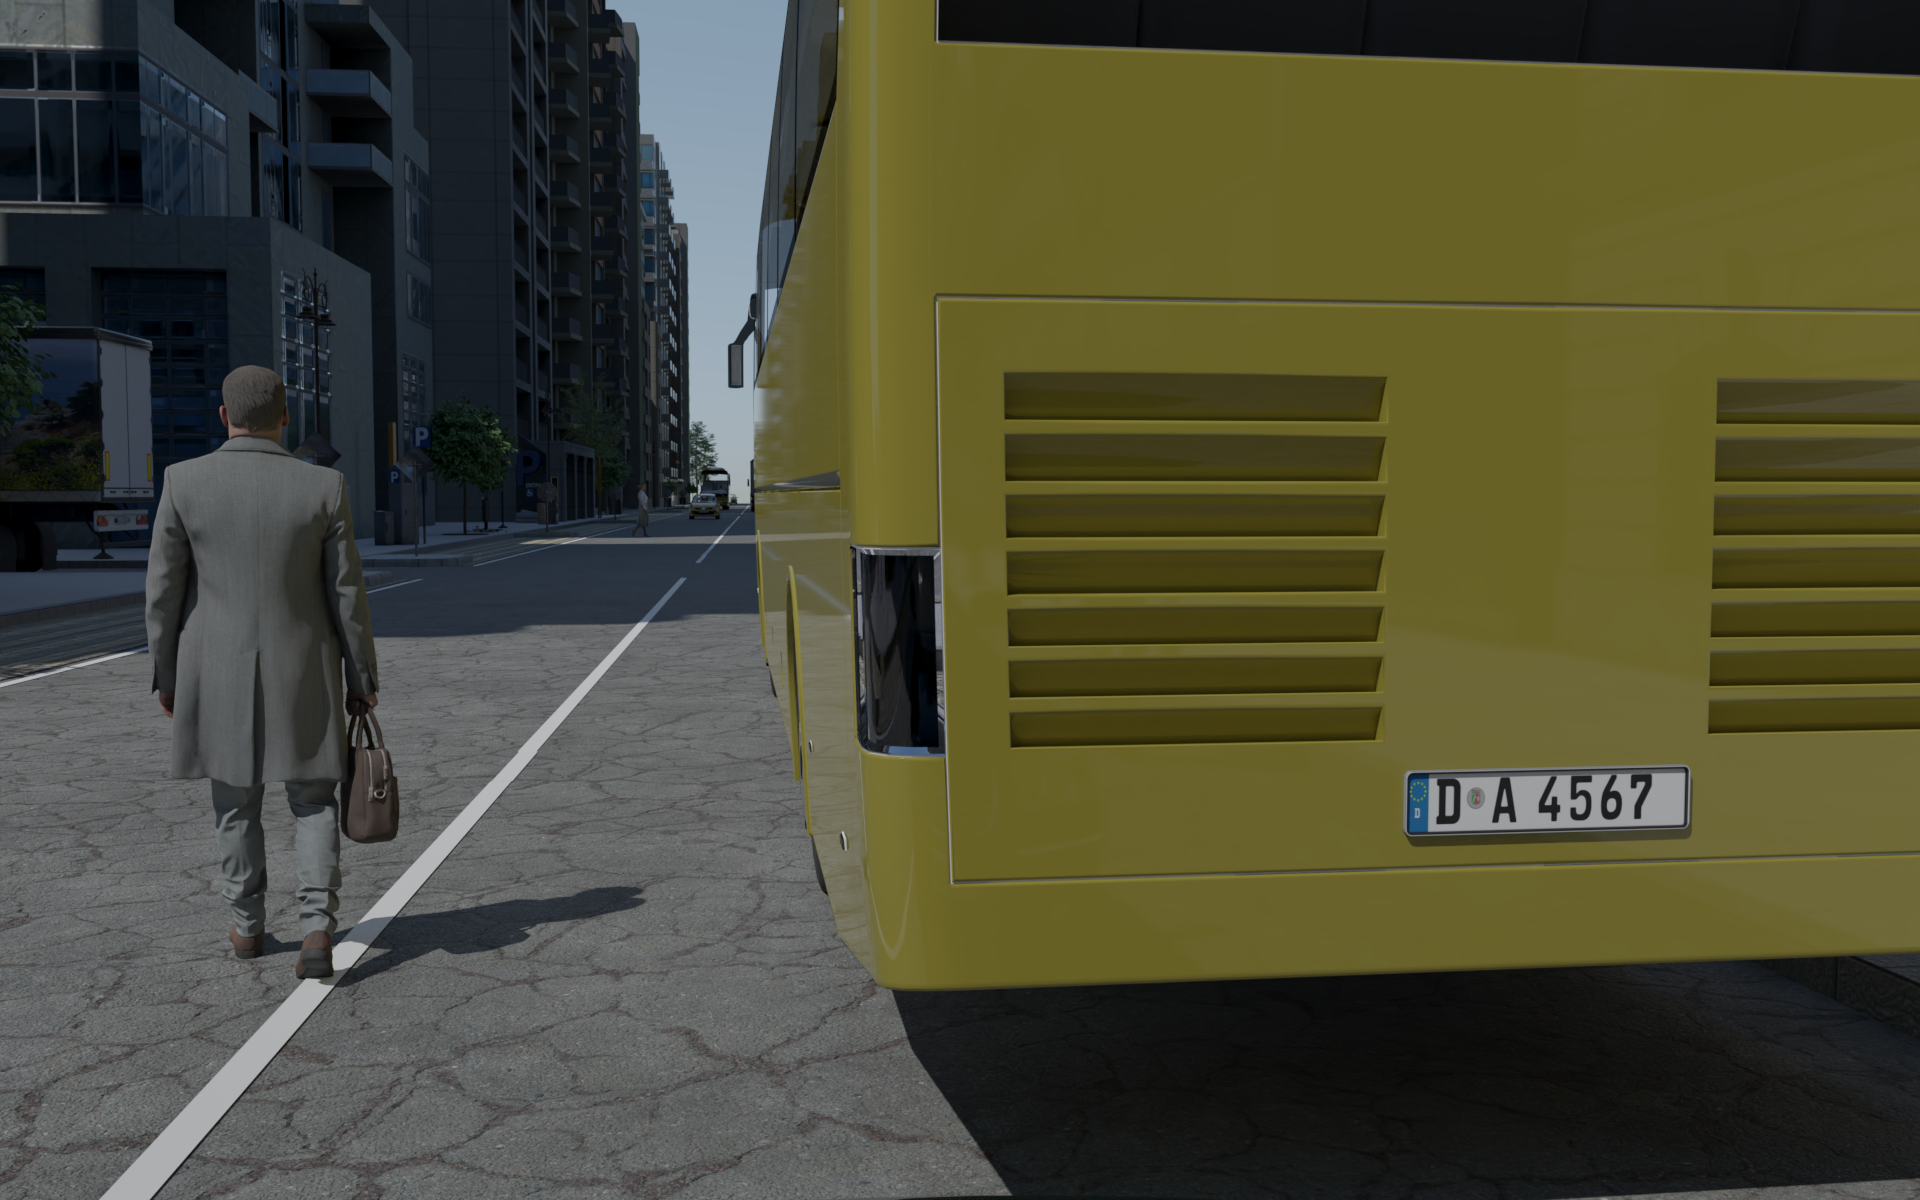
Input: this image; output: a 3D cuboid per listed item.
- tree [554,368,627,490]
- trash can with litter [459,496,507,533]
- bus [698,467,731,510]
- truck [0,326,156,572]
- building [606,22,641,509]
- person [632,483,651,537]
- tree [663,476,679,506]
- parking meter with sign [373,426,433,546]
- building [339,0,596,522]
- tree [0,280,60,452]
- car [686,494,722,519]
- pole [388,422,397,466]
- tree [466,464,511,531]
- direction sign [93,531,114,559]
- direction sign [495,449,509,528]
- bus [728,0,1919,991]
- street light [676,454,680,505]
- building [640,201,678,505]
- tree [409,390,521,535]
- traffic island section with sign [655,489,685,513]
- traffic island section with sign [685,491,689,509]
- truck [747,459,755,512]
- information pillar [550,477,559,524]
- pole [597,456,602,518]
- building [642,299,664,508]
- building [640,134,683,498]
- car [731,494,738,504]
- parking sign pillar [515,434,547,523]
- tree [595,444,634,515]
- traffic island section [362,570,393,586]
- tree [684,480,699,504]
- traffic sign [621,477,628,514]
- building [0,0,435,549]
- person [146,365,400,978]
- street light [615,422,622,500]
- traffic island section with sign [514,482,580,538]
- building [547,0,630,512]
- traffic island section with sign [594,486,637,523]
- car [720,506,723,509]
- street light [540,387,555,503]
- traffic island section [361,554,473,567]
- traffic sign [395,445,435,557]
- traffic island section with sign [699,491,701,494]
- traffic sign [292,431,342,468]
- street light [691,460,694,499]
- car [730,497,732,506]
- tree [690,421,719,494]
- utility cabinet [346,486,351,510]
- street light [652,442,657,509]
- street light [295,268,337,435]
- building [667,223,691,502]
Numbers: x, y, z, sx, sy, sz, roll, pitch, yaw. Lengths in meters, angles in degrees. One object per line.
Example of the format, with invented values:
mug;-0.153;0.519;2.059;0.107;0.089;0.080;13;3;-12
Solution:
tree;-21.763;-9.297;102.366;4.737;8.622;4.395;0;3;0
trash can with litter;-16.084;-2.882;58.174;1.678;1.210;2.233;-1;4;-9
bus;-22.619;-10.332;160.473;2.896;3.916;12.252;0;4;-7
truck;-20.079;-2.496;29.726;11.283;4.237;2.839;0;4;-5
building;-34.201;-28.221;145.013;14.154;41.232;14.086;0;4;-7
person;-10.647;-2.999;57.756;0.641;1.798;0.478;0;4;7
tree;-31.437;-11.774;187.107;1.663;3.219;1.824;0;3;0
parking meter with sign;-14.084;-2.904;43.738;0.543;3.016;1.738;1;4;21
building;-29.474;-39.649;86.509;20.563;71.187;20.611;0;4;-7
tree;-11.546;-2.126;18.480;4.285;4.588;4.351;0;3;0
car;-14.614;-5.439;99.154;2.015;1.641;3.980;0;4;-6
pole;-16.139;-3.392;49.306;0.158;3.312;0.155;0;3;0
tree;-16.469;-4.041;60.677;1.663;3.219;1.824;0;3;0
direction sign;-16.934;-2.577;34.131;0.876;3.537;0.379;-3;4;-38
direction sign;-17.135;-4.455;64.833;0.379;3.537;0.876;1;4;17
bus;0.250;-1.076;9.147;2.896;3.916;12.252;0;4;-8
street light;-31.632;-13.551;194.346;0.468;5.910;1.993;0;4;-7
building;-49.814;-31.279;203.296;32.217;40.220;23.993;0;4;-7
tree;-15.522;-4.320;54.342;4.285;4.588;4.351;0;3;0
traffic island section with sign;-22.636;-7.699;134.503;1.989;1.847;2.006;0;4;-7
traffic island section with sign;-25.732;-9.337;161.281;1.989;1.847;2.006;0;4;-7
truck;-15.988;-9.404;142.667;2.839;4.237;11.283;-1;4;-8
information pillar;-17.208;-4.221;73.507;0.304;2.012;0.304;-1;4;-17
pole;-19.276;-6.040;92.602;0.158;3.312;0.155;0;3;0
building;-43.322;-19.652;166.342;27.650;21.520;28.899;0;4;-7
building;-49.426;-37.364;230.504;23.786;49.044;30.456;0;4;-7
car;-31.975;-14.173;241.951;2.015;1.641;3.980;0;4;-6
parking sign pillar;-19.081;-5.420;77.085;1.447;3.967;1.447;1;4;10
tree;-21.797;-7.528;106.789;4.285;4.588;4.351;0;3;0
traffic island section;-10.234;-0.321;27.537;2.009;0.180;2.903;0;4;-7
tree;-35.463;-14.183;226.485;1.663;3.219;1.824;0;3;0
traffic sign;-21.507;-6.727;110.092;0.768;2.556;0.104;0;4;-1
building;-28.891;-45.228;52.142;22.319;86.520;31.000;0;4;-7
person;-2.074;0.205;5.244;0.694;1.812;0.767;-1;4;-19
street light;-22.026;-8.485;111.523;0.468;5.910;1.993;0;4;-7
traffic island section with sign;-13.746;-3.002;57.714;1.989;1.847;2.006;0;4;-7
building;-35.509;-28.658;123.175;22.147;44.769;28.867;0;4;-7
traffic island section with sign;-16.891;-4.671;84.999;1.989;1.847;2.006;0;4;-7
car;-24.190;-9.752;172.020;1.945;1.354;3.894;0;4;-5
street light;-17.780;-6.243;74.865;0.468;5.910;1.993;0;4;-7
traffic island section;-11.152;-0.807;35.469;2.009;0.180;2.903;0;4;-7
traffic sign;-11.130;-1.943;35.410;0.795;2.450;0.064;0;4;-7
traffic island section with sign;-35.236;-14.350;243.250;1.989;1.847;2.006;0;4;-7
traffic sign;-10.211;-1.458;27.478;0.795;2.450;0.064;0;4;-7
street light;-35.990;-15.916;233.007;0.468;5.910;1.993;0;4;-7
car;-28.529;-12.267;209.363;1.959;1.807;4.718;0;4;-8
tree;-40.910;-21.411;268.203;7.486;12.596;7.792;0;3;0
utility cabinet;-14.513;-1.919;40.051;0.318;1.500;1.173;1;4;10
street light;-26.528;-10.849;150.168;0.468;5.910;1.993;0;4;-7
street light;-13.172;-3.839;35.551;0.468;5.910;1.993;0;4;-7
building;-46.957;-34.851;253.405;14.154;41.232;14.086;0;4;-7
